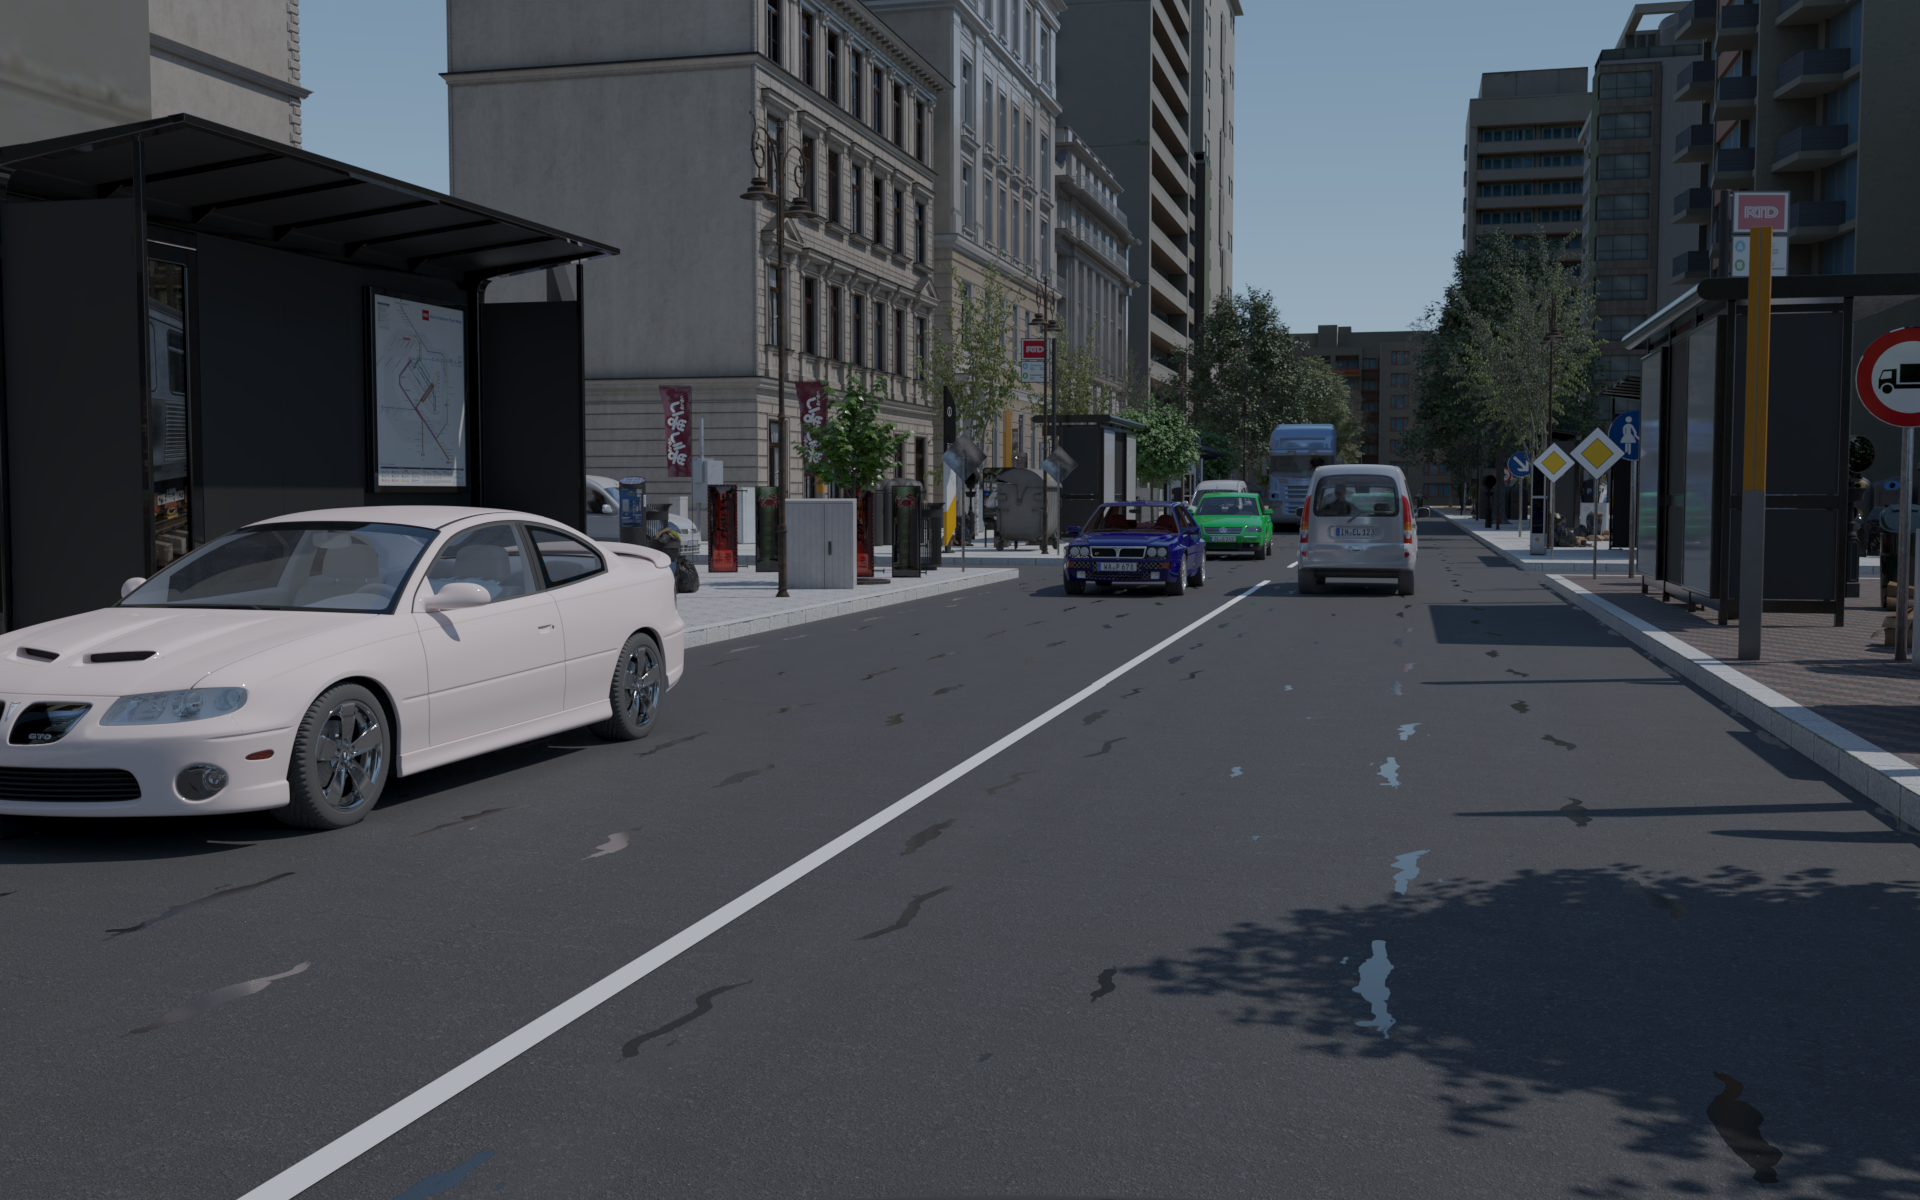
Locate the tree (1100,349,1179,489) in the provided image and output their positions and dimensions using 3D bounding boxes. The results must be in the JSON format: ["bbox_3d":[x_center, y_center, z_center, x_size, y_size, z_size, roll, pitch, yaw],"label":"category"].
[{"bbox_3d":[8.986,-8.341,86.741,4.360,8.622,3.978,0,3,0],"label":"tree"}]

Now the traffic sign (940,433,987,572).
[{"bbox_3d":[0.057,-1.516,28.436,0.795,2.450,0.064,1,4,14],"label":"traffic sign"}]

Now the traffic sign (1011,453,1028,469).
[{"bbox_3d":[1.377,-2.483,42.726,0.606,2.300,0.079,1,4,15],"label":"traffic sign"}]

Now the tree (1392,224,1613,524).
[{"bbox_3d":[23.135,-9.578,73.602,9.611,12.733,9.660,0,3,0],"label":"tree"}]

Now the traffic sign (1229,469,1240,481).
[{"bbox_3d":[12.970,-5.054,82.735,0.768,2.556,0.104,1,4,22],"label":"traffic sign"}]

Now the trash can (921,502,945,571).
[{"bbox_3d":[-0.610,-1.074,29.211,0.748,1.137,0.748,0,3,0],"label":"trash can"}]

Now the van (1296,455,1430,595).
[{"bbox_3d":[6.037,-1.167,26.097,2.013,2.044,4.112,1,4,15],"label":"van"}]

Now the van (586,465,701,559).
[{"bbox_3d":[-7.252,-1.693,34.689,4.112,2.044,2.013,1,4,14],"label":"van"}]

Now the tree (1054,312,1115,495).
[{"bbox_3d":[4.456,-7.282,69.427,4.737,8.622,4.395,0,3,0],"label":"tree"}]

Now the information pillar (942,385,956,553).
[{"bbox_3d":[-0.230,-2.824,37.534,0.183,3.616,0.504,2,4,24],"label":"information pillar"}]

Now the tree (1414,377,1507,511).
[{"bbox_3d":[39.579,-12.812,135.234,9.928,11.665,9.643,0,3,0],"label":"tree"}]

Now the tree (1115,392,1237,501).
[{"bbox_3d":[6.215,-4.429,56.131,4.285,4.588,4.351,0,3,0],"label":"tree"}]

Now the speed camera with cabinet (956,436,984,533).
[{"bbox_3d":[0.279,-3.924,58.492,0.660,3.252,2.038,-1,4,-15],"label":"speed camera with cabinet"}]

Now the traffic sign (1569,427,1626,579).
[{"bbox_3d":[9.534,-1.366,25.970,0.795,2.450,0.064,1,4,14],"label":"traffic sign"}]

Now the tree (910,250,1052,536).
[{"bbox_3d":[0.466,-6.273,52.931,4.737,8.622,4.395,0,3,0],"label":"tree"}]

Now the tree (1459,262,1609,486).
[{"bbox_3d":[18.075,-6.376,54.615,4.737,8.622,4.395,0,3,0],"label":"tree"}]

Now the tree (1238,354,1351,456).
[{"bbox_3d":[19.958,-10.582,107.426,8.767,10.594,7.601,1,4,10],"label":"tree"}]

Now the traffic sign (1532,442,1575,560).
[{"bbox_3d":[11.536,-1.838,33.701,0.795,2.450,0.064,1,4,14],"label":"traffic sign"}]

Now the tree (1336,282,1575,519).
[{"bbox_3d":[27.249,-10.991,90.071,12.009,13.543,11.850,0,3,0],"label":"tree"}]

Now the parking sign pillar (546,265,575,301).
[{"bbox_3d":[-4.306,-1.823,18.274,1.447,3.967,1.447,-1,4,-22],"label":"parking sign pillar"}]

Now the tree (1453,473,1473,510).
[{"bbox_3d":[41.565,-9.049,142.546,1.663,3.219,1.824,0,3,0],"label":"tree"}]

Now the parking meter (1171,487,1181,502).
[{"bbox_3d":[7.940,-3.372,63.538,0.372,1.533,0.369,0,3,0],"label":"parking meter"}]

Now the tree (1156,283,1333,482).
[{"bbox_3d":[15.524,-10.854,94.474,9.611,12.733,9.660,0,3,0],"label":"tree"}]

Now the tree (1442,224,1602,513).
[{"bbox_3d":[15.291,-5.884,46.572,4.360,8.622,3.978,0,3,0],"label":"tree"}]

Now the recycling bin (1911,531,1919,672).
[{"bbox_3d":[7.389,0.002,12.518,0.722,1.027,0.722,-3,5,-45],"label":"recycling bin"}]

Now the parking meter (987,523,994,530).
[{"bbox_3d":[1.133,-3.256,61.639,0.372,1.533,0.369,0,3,0],"label":"parking meter"}]

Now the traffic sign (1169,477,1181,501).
[{"bbox_3d":[7.855,-3.965,64.826,0.884,2.594,0.081,1,4,22],"label":"traffic sign"}]

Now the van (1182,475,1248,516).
[{"bbox_3d":[7.578,-2.672,50.705,2.013,2.044,4.112,1,4,15],"label":"van"}]

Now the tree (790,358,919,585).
[{"bbox_3d":[-1.548,-1.855,24.926,1.663,3.219,1.824,0,3,0],"label":"tree"}]

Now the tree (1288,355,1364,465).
[{"bbox_3d":[29.085,-13.683,141.842,7.486,12.596,7.792,0,3,0],"label":"tree"}]

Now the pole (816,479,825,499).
[{"bbox_3d":[-3.207,-2.812,39.814,0.158,3.312,0.155,0,3,0],"label":"pole"}]

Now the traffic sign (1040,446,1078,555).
[{"bbox_3d":[2.058,-1.989,36.167,0.795,2.450,0.064,1,4,14],"label":"traffic sign"}]

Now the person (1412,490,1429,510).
[{"bbox_3d":[33.453,-7.133,125.855,1.217,1.736,0.721,0,4,-4],"label":"person"}]

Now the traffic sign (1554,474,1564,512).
[{"bbox_3d":[19.682,-3.504,57.403,0.768,2.556,0.104,1,4,22],"label":"traffic sign"}]

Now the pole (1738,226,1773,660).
[{"bbox_3d":[6.131,-1.193,13.349,0.158,3.312,0.155,0,3,0],"label":"pole"}]

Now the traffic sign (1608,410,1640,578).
[{"bbox_3d":[10.233,-1.604,26.324,0.768,2.556,0.104,1,4,16],"label":"traffic sign"}]

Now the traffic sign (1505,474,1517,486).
[{"bbox_3d":[31.436,-6.048,98.985,0.768,2.556,0.104,2,4,23],"label":"traffic sign"}]

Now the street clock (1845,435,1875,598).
[{"bbox_3d":[11.022,-1.032,21.441,0.471,2.002,0.358,-1,4,-12],"label":"street clock"}]

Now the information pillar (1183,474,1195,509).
[{"bbox_3d":[8.242,-3.542,62.396,0.304,2.012,0.304,2,4,34],"label":"information pillar"}]

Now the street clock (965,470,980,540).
[{"bbox_3d":[0.302,-2.708,48.853,0.471,2.002,0.358,2,4,32],"label":"street clock"}]

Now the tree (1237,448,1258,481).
[{"bbox_3d":[10.668,-5.668,76.390,4.285,4.588,4.351,0,3,0],"label":"tree"}]

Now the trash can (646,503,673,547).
[{"bbox_3d":[-4.706,-0.887,26.151,0.748,1.137,0.748,0,3,0],"label":"trash can"}]

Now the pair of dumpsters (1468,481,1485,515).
[{"bbox_3d":[31.424,-6.208,103.996,1.574,2.255,4.437,1,4,14],"label":"pair of dumpsters"}]

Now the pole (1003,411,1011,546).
[{"bbox_3d":[1.156,-2.974,42.474,0.158,3.312,0.155,0,3,0],"label":"pole"}]

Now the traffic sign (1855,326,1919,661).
[{"bbox_3d":[7.245,-0.805,13.263,0.768,2.556,0.104,1,4,18],"label":"traffic sign"}]

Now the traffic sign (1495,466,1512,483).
[{"bbox_3d":[24.989,-4.868,79.696,0.768,2.556,0.104,2,4,23],"label":"traffic sign"}]

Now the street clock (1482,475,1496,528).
[{"bbox_3d":[19.994,-3.725,65.476,0.471,2.002,0.358,-1,4,-15],"label":"street clock"}]

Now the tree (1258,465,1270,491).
[{"bbox_3d":[21.418,-8.203,117.826,4.285,4.588,4.351,0,3,0],"label":"tree"}]

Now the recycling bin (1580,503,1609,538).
[{"bbox_3d":[17.998,-2.237,49.133,0.722,1.027,0.722,2,4,24],"label":"recycling bin"}]

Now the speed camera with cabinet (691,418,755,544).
[{"bbox_3d":[-6.099,-3.090,44.863,2.038,3.252,0.660,3,5,42],"label":"speed camera with cabinet"}]

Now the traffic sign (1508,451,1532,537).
[{"bbox_3d":[16.669,-3.142,51.481,0.768,2.556,0.104,1,4,23],"label":"traffic sign"}]

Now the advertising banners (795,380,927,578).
[{"bbox_3d":[-1.533,-1.862,26.624,2.074,3.025,0.090,1,4,11],"label":"advertising banners"}]

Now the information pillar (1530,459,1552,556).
[{"bbox_3d":[12.107,-1.939,36.201,0.304,2.012,0.304,2,4,28],"label":"information pillar"}]

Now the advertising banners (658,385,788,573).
[{"bbox_3d":[-3.832,-1.954,28.139,2.074,3.025,0.090,-1,4,-12],"label":"advertising banners"}]

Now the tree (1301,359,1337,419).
[{"bbox_3d":[32.213,-14.893,153.868,12.009,13.543,11.850,0,3,0],"label":"tree"}]
